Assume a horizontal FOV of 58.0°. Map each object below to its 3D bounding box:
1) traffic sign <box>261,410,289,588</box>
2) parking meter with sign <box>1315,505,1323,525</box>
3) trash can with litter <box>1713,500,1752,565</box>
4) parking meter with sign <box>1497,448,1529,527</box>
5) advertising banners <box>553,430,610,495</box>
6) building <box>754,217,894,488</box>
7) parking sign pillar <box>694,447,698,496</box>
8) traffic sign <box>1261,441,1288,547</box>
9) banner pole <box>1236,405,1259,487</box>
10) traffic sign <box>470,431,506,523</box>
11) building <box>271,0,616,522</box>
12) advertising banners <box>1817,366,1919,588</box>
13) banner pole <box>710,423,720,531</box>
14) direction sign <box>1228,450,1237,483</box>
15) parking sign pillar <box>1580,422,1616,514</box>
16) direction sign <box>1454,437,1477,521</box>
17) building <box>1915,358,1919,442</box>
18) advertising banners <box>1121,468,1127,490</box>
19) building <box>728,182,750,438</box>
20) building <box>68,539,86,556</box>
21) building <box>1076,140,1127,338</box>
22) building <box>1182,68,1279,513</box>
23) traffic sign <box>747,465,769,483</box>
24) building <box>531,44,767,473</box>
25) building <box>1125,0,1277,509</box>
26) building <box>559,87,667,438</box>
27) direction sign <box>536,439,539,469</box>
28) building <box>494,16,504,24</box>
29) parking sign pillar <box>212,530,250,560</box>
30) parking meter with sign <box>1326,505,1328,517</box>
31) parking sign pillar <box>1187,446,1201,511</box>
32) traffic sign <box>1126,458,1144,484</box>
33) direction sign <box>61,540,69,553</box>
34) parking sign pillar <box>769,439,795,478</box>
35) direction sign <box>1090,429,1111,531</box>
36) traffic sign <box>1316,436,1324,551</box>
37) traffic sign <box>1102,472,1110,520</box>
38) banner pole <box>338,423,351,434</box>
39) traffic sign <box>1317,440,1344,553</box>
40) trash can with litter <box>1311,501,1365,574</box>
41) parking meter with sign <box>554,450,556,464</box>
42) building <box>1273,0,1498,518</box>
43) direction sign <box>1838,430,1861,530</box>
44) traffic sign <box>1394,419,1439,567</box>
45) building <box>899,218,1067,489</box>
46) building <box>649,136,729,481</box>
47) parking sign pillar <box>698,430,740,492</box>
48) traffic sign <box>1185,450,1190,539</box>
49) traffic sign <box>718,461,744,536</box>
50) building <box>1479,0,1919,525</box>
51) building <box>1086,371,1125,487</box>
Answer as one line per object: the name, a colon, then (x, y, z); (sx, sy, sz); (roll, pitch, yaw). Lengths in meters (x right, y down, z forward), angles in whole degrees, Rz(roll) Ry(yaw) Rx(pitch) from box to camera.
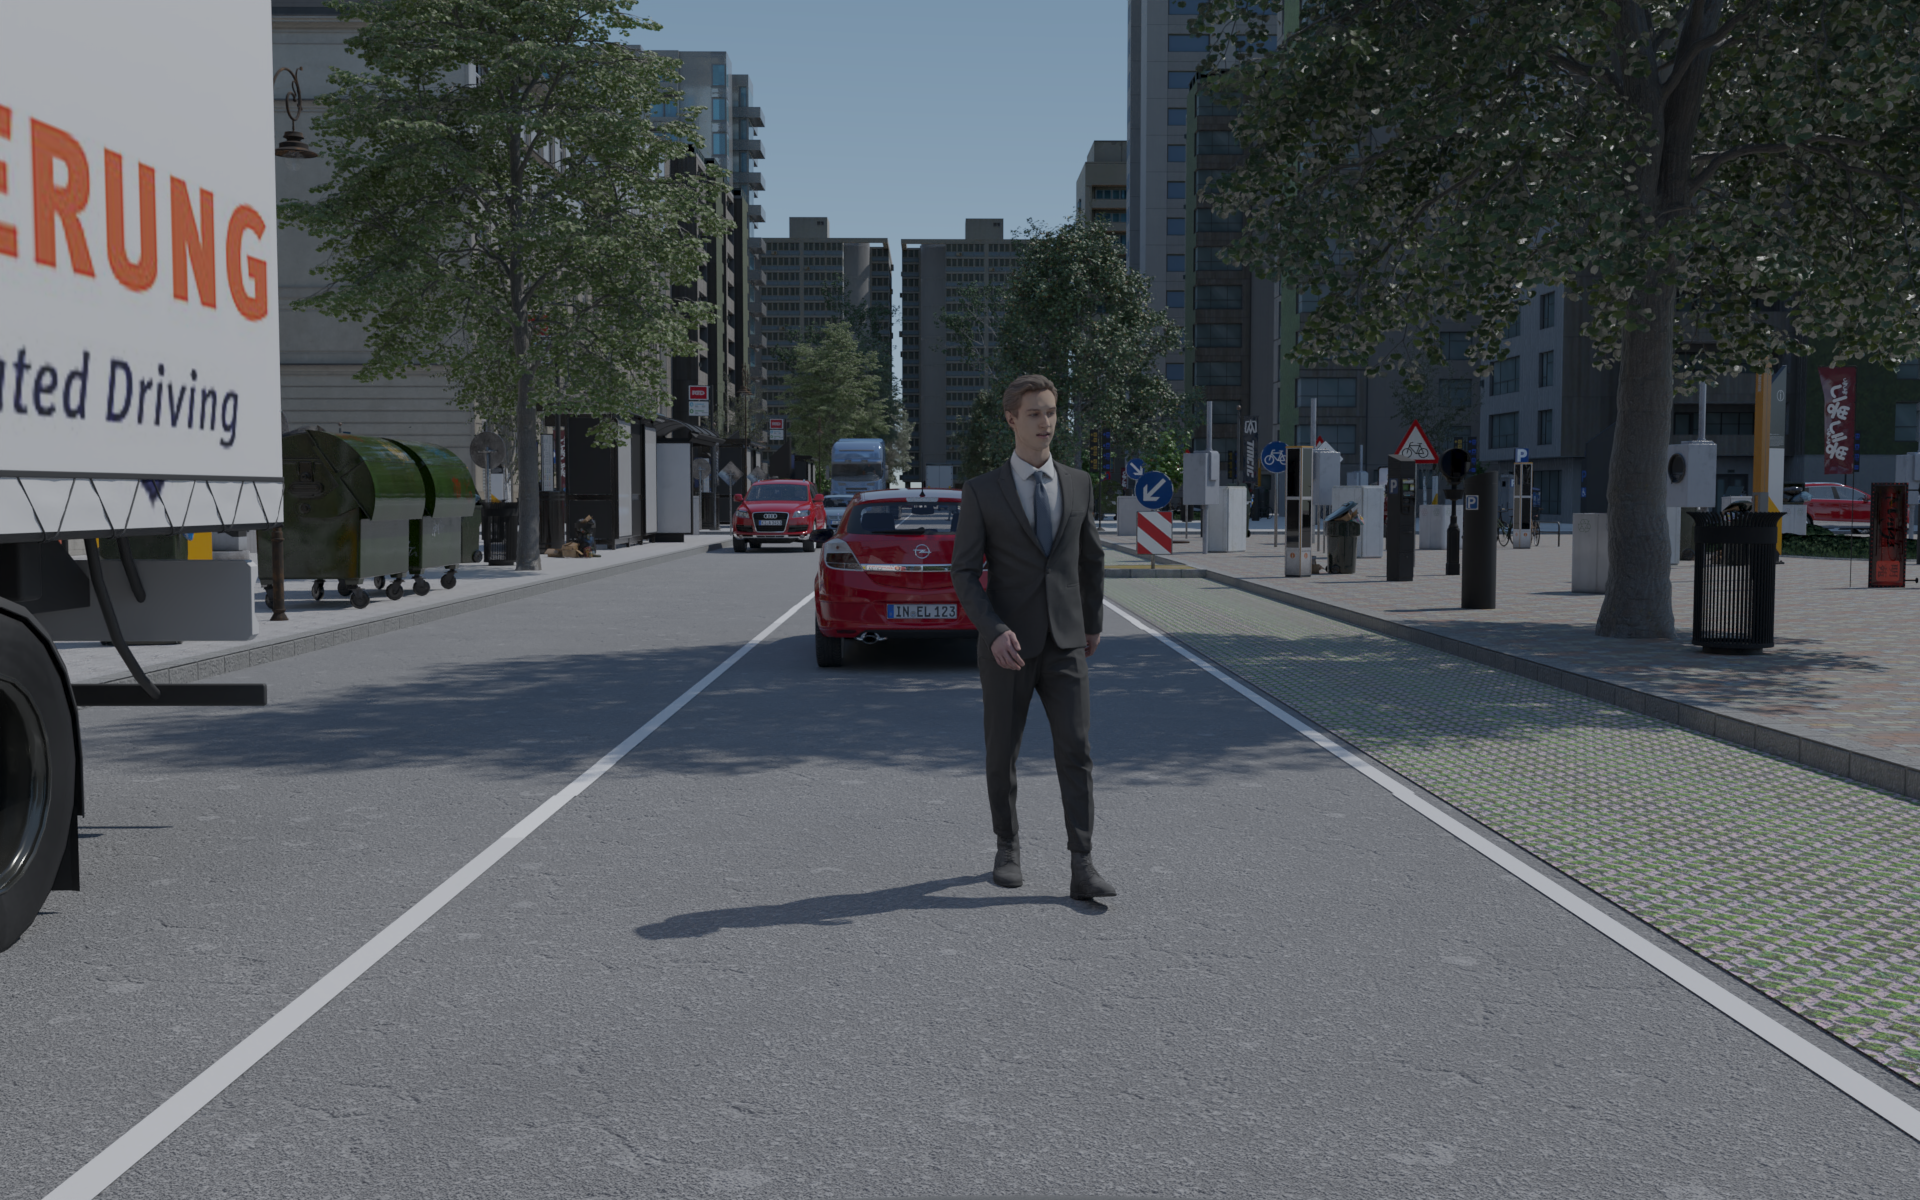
traffic sign: (-9.547, -1.442, 23.682); (0.768, 2.556, 0.104); (0, 4, 5)
parking meter with sign: (14.627, -4.678, 72.738); (0.543, 3.016, 1.738); (-1, 4, -11)
trash can with litter: (13.901, -1.220, 31.328); (0.624, 1.170, 1.055); (0, 4, -3)
parking meter with sign: (21.238, -4.319, 66.873); (0.543, 3.016, 1.738); (-1, 4, -11)
advertising banners: (-10.104, -3.096, 46.807); (2.074, 3.025, 0.090); (1, 4, 21)
building: (-21.422, -33.867, 245.610); (23.993, 40.220, 32.217); (0, 4, -1)
parking sign pillar: (-14.477, -6.747, 98.782); (1.447, 3.967, 1.447); (0, 4, -7)
traffic sign: (7.637, -2.551, 41.821); (0.768, 2.556, 0.104); (0, 4, 5)
banner pole: (8.057, -3.602, 48.906); (0.863, 3.779, 0.401); (3, 4, 37)
traffic sign: (-9.600, -2.145, 35.182); (0.768, 2.556, 0.104); (1, 4, 9)
building: (-27.623, -15.439, 85.717); (16.112, 22.955, 30.059); (0, 4, -1)
advertising banners: (12.736, -1.680, 23.656); (2.074, 3.025, 0.090); (0, 4, 4)
banner pole: (-8.541, -4.322, 60.685); (0.401, 3.779, 0.863); (-1, 4, -23)
direction sign: (14.214, -6.003, 90.149); (0.876, 3.537, 0.379); (-3, 5, -43)
parking sign pillar: (22.893, -4.489, 61.869); (1.447, 3.967, 1.447); (-1, 4, -9)
direction sign: (19.943, -4.677, 68.464); (0.876, 3.537, 0.379); (1, 4, 8)
building: (60.933, -30.410, 86.437); (27.495, 52.752, 28.713); (0, 4, -1)
advertising banners: (10.094, -7.207, 114.029); (2.074, 3.025, 0.090); (-1, 4, -10)
building: (-26.860, -23.548, 156.713); (14.160, 30.474, 14.107); (0, 4, -1)
building: (-26.813, -11.095, 36.154); (16.860, 20.320, 10.420); (0, 4, -1)
building: (26.864, -37.707, 240.211); (21.600, 48.544, 21.300); (0, 4, -1)
building: (22.500, -21.390, 121.423); (14.160, 30.474, 14.107); (0, 4, -1)
traffic sign: (-7.107, -3.500, 60.866); (0.795, 2.450, 0.064); (0, 4, -1)
building: (-36.740, -34.756, 187.874); (30.456, 49.044, 23.786); (0, 4, -1)
building: (25.730, -37.658, 157.702); (21.231, 58.520, 28.212); (0, 4, -1)
building: (-26.374, -17.904, 110.747); (12.078, 24.808, 19.932); (0, 4, -1)
direction sign: (-17.644, -4.905, 72.197); (0.379, 3.537, 0.876); (-1, 4, -22)
building: (-73.295, -48.941, 238.434); (20.611, 71.187, 20.563); (0, 4, -1)
parking sign pillar: (-14.544, -2.751, 33.454); (1.447, 3.967, 1.447); (0, 4, -1)
parking meter with sign: (19.053, -5.795, 91.008); (0.543, 3.016, 1.738); (0, 4, -4)
parking sign pillar: (12.458, -6.288, 91.288); (1.447, 3.967, 1.447); (-1, 4, -11)
traffic sign: (6.280, -3.765, 61.656); (0.768, 2.556, 0.104); (0, 4, 7)
direction sign: (-9.674, -1.630, 18.655); (0.876, 3.537, 0.379); (-1, 4, -11)
parking sign pillar: (-8.806, -5.952, 85.793); (1.447, 3.967, 1.447); (2, 4, 34)
direction sign: (4.879, -4.178, 60.312); (0.876, 3.537, 0.379); (3, 5, 41)
traffic sign: (8.015, -2.365, 38.665); (0.884, 2.594, 0.081); (0, 4, 7)
traffic sign: (7.205, -5.323, 87.133); (0.768, 2.556, 0.104); (0, 4, 8)
banner pole: (-21.628, -4.336, 60.910); (0.401, 3.779, 0.863); (1, 4, 14)
traffic sign: (7.877, -2.216, 37.419); (0.795, 2.450, 0.064); (0, 4, 2)
trash can with litter: (5.919, -1.007, 27.852); (1.055, 1.170, 0.624); (0, 4, -3)
parking meter with sign: (-16.623, -4.420, 68.520); (0.543, 3.016, 1.738); (-3, 5, -42)
building: (25.125, -25.412, 99.073); (14.154, 41.232, 14.086); (0, 4, -1)
direction sign: (31.539, -4.262, 61.684); (0.876, 3.537, 0.379); (1, 4, 13)
traffic sign: (7.928, -1.848, 30.223); (0.884, 2.594, 0.081); (1, 4, 8)
building: (3.410, -33.943, 246.846); (23.993, 40.220, 32.217); (0, 4, -1)
building: (-27.300, -22.686, 142.624); (14.160, 30.474, 14.107); (0, 4, -1)
parking sign pillar: (-9.920, -5.156, 72.771); (1.447, 3.967, 1.447); (-2, 4, -35)
traffic sign: (6.501, -3.036, 49.650); (0.884, 2.594, 0.081); (0, 4, 7)
traffic sign: (-6.998, -3.012, 52.882); (0.795, 2.450, 0.064); (0, 4, -1)
building: (32.268, -18.667, 76.910); (14.107, 30.474, 14.160); (0, 4, -1)
building: (28.113, -20.938, 187.368); (27.650, 21.520, 28.899); (0, 4, -1)
